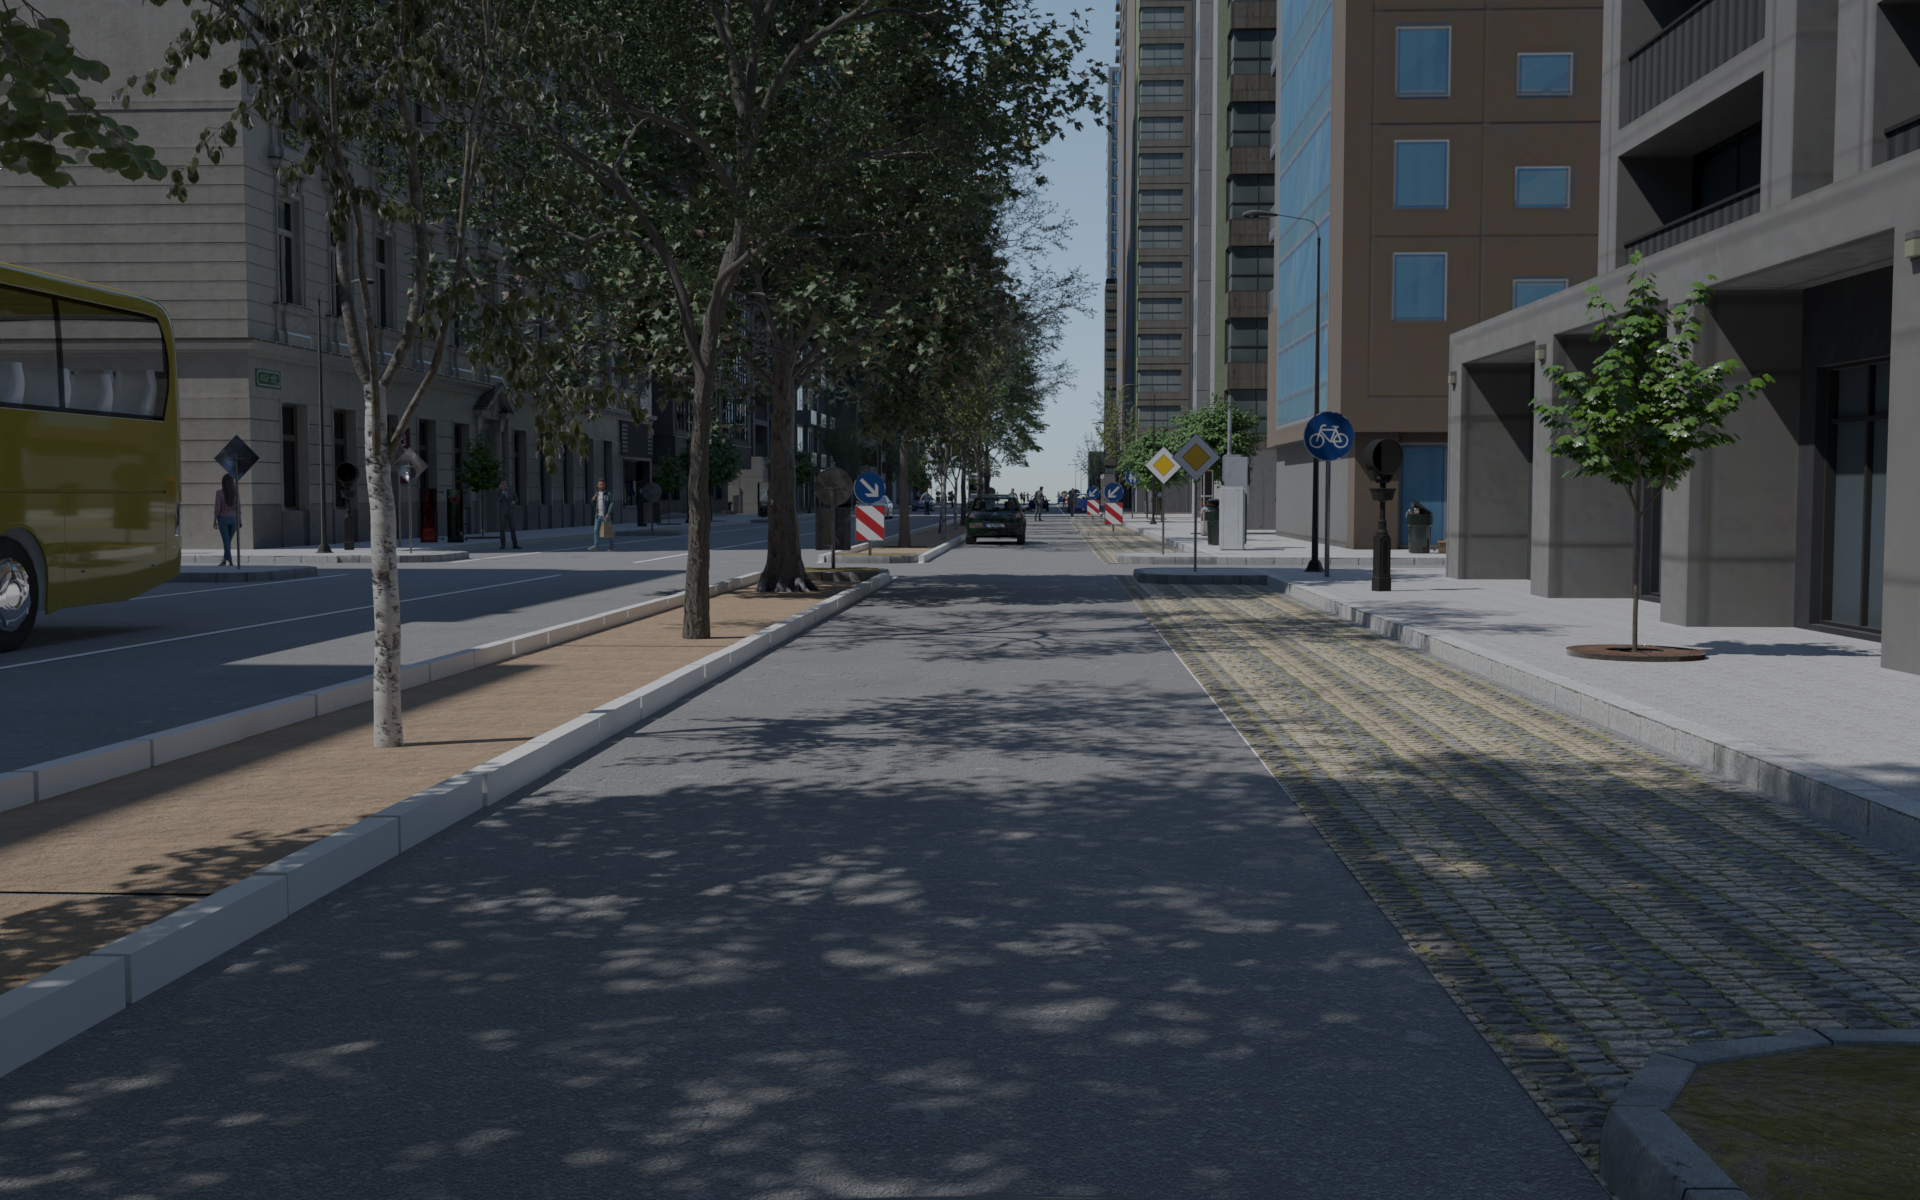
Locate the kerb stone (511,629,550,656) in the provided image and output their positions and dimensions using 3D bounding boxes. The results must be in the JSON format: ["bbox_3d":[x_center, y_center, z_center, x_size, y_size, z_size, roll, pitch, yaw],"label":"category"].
[{"bbox_3d":[-3.941,0.397,15.702,0.120,0.150,1.000,0,4,3],"label":"kerb stone"}]

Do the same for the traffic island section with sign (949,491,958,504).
[{"bbox_3d":[-1.361,-14.525,246.106,1.989,1.847,2.006,0,4,3],"label":"traffic island section with sign"}]

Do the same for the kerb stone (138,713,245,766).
[{"bbox_3d":[-4.247,0.773,9.552,0.120,0.150,1.000,0,4,3],"label":"kerb stone"}]

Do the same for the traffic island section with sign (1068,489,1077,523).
[{"bbox_3d":[6.511,-4.761,86.467,1.989,1.847,2.006,0,4,3],"label":"traffic island section with sign"}]

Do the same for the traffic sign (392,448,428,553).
[{"bbox_3d":[-11.878,-2.066,37.418,0.795,2.450,0.064,0,4,3],"label":"traffic sign"}]

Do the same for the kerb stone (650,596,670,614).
[{"bbox_3d":[-3.688,0.085,20.836,0.120,0.150,1.000,0,4,3],"label":"kerb stone"}]

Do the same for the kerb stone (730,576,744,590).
[{"bbox_3d":[-3.425,-0.230,25.961,0.120,0.150,1.000,0,4,3],"label":"kerb stone"}]

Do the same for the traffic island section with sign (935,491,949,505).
[{"bbox_3d":[-2.722,-12.878,219.185,1.989,1.847,2.006,0,4,3],"label":"traffic island section with sign"}]

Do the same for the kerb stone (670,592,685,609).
[{"bbox_3d":[-3.635,0.029,21.857,0.120,0.150,1.000,0,4,3],"label":"kerb stone"}]

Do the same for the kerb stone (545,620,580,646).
[{"bbox_3d":[-3.889,0.334,16.736,0.120,0.150,1.000,0,4,3],"label":"kerb stone"}]

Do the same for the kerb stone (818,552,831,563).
[{"bbox_3d":[-2.881,-0.889,36.734,0.120,0.150,1.000,0,4,3],"label":"kerb stone"}]

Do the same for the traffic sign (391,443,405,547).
[{"bbox_3d":[-13.622,-2.572,42.060,0.884,2.594,0.081,1,4,11],"label":"traffic sign"}]

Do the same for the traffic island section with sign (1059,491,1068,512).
[{"bbox_3d":[9.046,-7.827,136.604,1.989,1.847,2.006,0,4,3],"label":"traffic island section with sign"}]

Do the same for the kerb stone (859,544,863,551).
[{"bbox_3d":[-2.573,-1.265,42.876,0.120,0.150,1.000,0,4,3],"label":"kerb stone"}]

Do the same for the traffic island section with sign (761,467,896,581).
[{"bbox_3d":[-2.221,-1.290,29.232,2.006,1.907,1.989,0,4,3],"label":"traffic island section with sign"}]

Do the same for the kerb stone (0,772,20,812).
[{"bbox_3d":[-4.361,0.899,7.499,0.120,0.150,1.000,0,4,3],"label":"kerb stone"}]

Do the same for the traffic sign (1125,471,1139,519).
[{"bbox_3d":[9.006,-5.522,90.385,0.768,2.556,0.104,1,4,12],"label":"traffic sign"}]

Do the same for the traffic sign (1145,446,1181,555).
[{"bbox_3d":[4.294,-2.015,36.582,0.795,2.450,0.064,0,4,3],"label":"traffic sign"}]

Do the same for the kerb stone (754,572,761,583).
[{"bbox_3d":[-3.333,-0.355,28.007,0.120,0.150,1.000,0,4,3],"label":"kerb stone"}]

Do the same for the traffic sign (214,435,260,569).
[{"bbox_3d":[-12.281,-1.578,29.443,0.795,2.450,0.064,0,4,3],"label":"traffic sign"}]

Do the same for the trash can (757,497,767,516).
[{"bbox_3d":[-11.285,-5.358,99.249,0.748,1.137,0.748,0,3,0],"label":"trash can"}]

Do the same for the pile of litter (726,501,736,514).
[{"bbox_3d":[-14.881,-5.881,110.112,1.176,0.858,1.719,-2,4,-34],"label":"pile of litter"}]

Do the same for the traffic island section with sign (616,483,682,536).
[{"bbox_3d":[-10.760,-3.152,60.159,1.989,1.847,2.006,0,4,3],"label":"traffic island section with sign"}]

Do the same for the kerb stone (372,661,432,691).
[{"bbox_3d":[-4.107,0.586,12.622,0.120,0.150,1.000,0,4,3],"label":"kerb stone"}]

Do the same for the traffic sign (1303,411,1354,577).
[{"bbox_3d":[5.684,-1.630,26.758,0.768,2.556,0.104,1,4,10],"label":"traffic sign"}]

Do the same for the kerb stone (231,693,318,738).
[{"bbox_3d":[-4.209,0.714,10.574,0.120,0.150,1.000,0,4,3],"label":"kerb stone"}]

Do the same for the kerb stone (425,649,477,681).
[{"bbox_3d":[-4.051,0.523,13.646,0.120,0.150,1.000,0,4,3],"label":"kerb stone"}]

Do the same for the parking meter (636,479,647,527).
[{"bbox_3d":[-12.544,-3.821,68.192,0.399,1.863,0.255,-1,4,-17],"label":"parking meter"}]

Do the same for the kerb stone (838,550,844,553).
[{"bbox_3d":[-2.773,-1.011,38.780,0.120,0.150,1.000,0,4,3],"label":"kerb stone"}]

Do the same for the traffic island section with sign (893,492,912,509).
[{"bbox_3d":[-5.492,-9.523,164.335,1.989,1.847,2.006,0,4,3],"label":"traffic island section with sign"}]

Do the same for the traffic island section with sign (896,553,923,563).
[{"bbox_3d":[-1.837,-1.743,36.629,2.006,1.907,1.989,0,4,3],"label":"traffic island section with sign"}]

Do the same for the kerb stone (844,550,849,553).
[{"bbox_3d":[-2.722,-1.073,39.805,0.120,0.150,1.000,0,4,3],"label":"kerb stone"}]

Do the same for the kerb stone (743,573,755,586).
[{"bbox_3d":[-3.371,-0.293,26.984,0.120,0.150,1.000,0,4,3],"label":"kerb stone"}]

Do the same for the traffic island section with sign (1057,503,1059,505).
[{"bbox_3d":[10.414,-9.474,163.525,1.989,1.847,2.006,0,4,3],"label":"traffic island section with sign"}]

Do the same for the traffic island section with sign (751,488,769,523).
[{"bbox_3d":[-9.396,-4.798,87.080,1.989,1.847,2.006,0,4,3],"label":"traffic island section with sign"}]

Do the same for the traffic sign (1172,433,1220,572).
[{"bbox_3d":[3.891,-1.527,28.608,0.795,2.450,0.064,0,4,3],"label":"traffic sign"}]

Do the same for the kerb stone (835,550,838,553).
[{"bbox_3d":[-2.832,-0.951,37.754,0.120,0.150,1.000,0,4,3],"label":"kerb stone"}]

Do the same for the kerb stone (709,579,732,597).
[{"bbox_3d":[-3.476,-0.161,24.927,0.120,0.150,1.000,0,4,3],"label":"kerb stone"}]

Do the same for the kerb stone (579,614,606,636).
[{"bbox_3d":[-3.839,0.274,17.758,0.120,0.150,1.000,0,4,3],"label":"kerb stone"}]

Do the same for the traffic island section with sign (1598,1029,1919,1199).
[{"bbox_3d":[2.308,0.338,3.097,1.989,1.847,2.006,0,4,3],"label":"traffic island section with sign"}]

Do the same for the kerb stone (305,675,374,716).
[{"bbox_3d":[-4.151,0.648,11.599,0.120,0.150,1.000,0,4,3],"label":"kerb stone"}]

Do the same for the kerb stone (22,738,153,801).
[{"bbox_3d":[-4.304,0.836,8.526,0.120,0.150,1.000,0,4,3],"label":"kerb stone"}]

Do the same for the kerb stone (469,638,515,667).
[{"bbox_3d":[-4.002,0.460,14.667,0.120,0.150,1.000,0,4,3],"label":"kerb stone"}]

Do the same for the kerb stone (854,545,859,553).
[{"bbox_3d":[-2.626,-1.200,41.850,0.120,0.150,1.000,0,4,3],"label":"kerb stone"}]

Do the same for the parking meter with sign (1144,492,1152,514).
[{"bbox_3d":[12.360,-6.969,110.197,0.543,3.016,1.738,-2,4,-31],"label":"parking meter with sign"}]

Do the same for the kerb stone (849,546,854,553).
[{"bbox_3d":[-2.678,-1.139,40.826,0.120,0.150,1.000,0,4,3],"label":"kerb stone"}]

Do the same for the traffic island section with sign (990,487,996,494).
[{"bbox_3d":[1.948,-6.333,111.673,2.006,1.907,1.989,0,4,3],"label":"traffic island section with sign"}]

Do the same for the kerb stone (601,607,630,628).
[{"bbox_3d":[-3.788,0.209,18.783,0.120,0.150,1.000,0,4,3],"label":"kerb stone"}]

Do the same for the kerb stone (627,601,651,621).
[{"bbox_3d":[-3.734,0.146,19.810,0.120,0.150,1.000,0,4,3],"label":"kerb stone"}]

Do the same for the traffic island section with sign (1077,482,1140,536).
[{"bbox_3d":[5.144,-3.114,59.546,1.989,1.847,2.006,0,4,3],"label":"traffic island section with sign"}]
